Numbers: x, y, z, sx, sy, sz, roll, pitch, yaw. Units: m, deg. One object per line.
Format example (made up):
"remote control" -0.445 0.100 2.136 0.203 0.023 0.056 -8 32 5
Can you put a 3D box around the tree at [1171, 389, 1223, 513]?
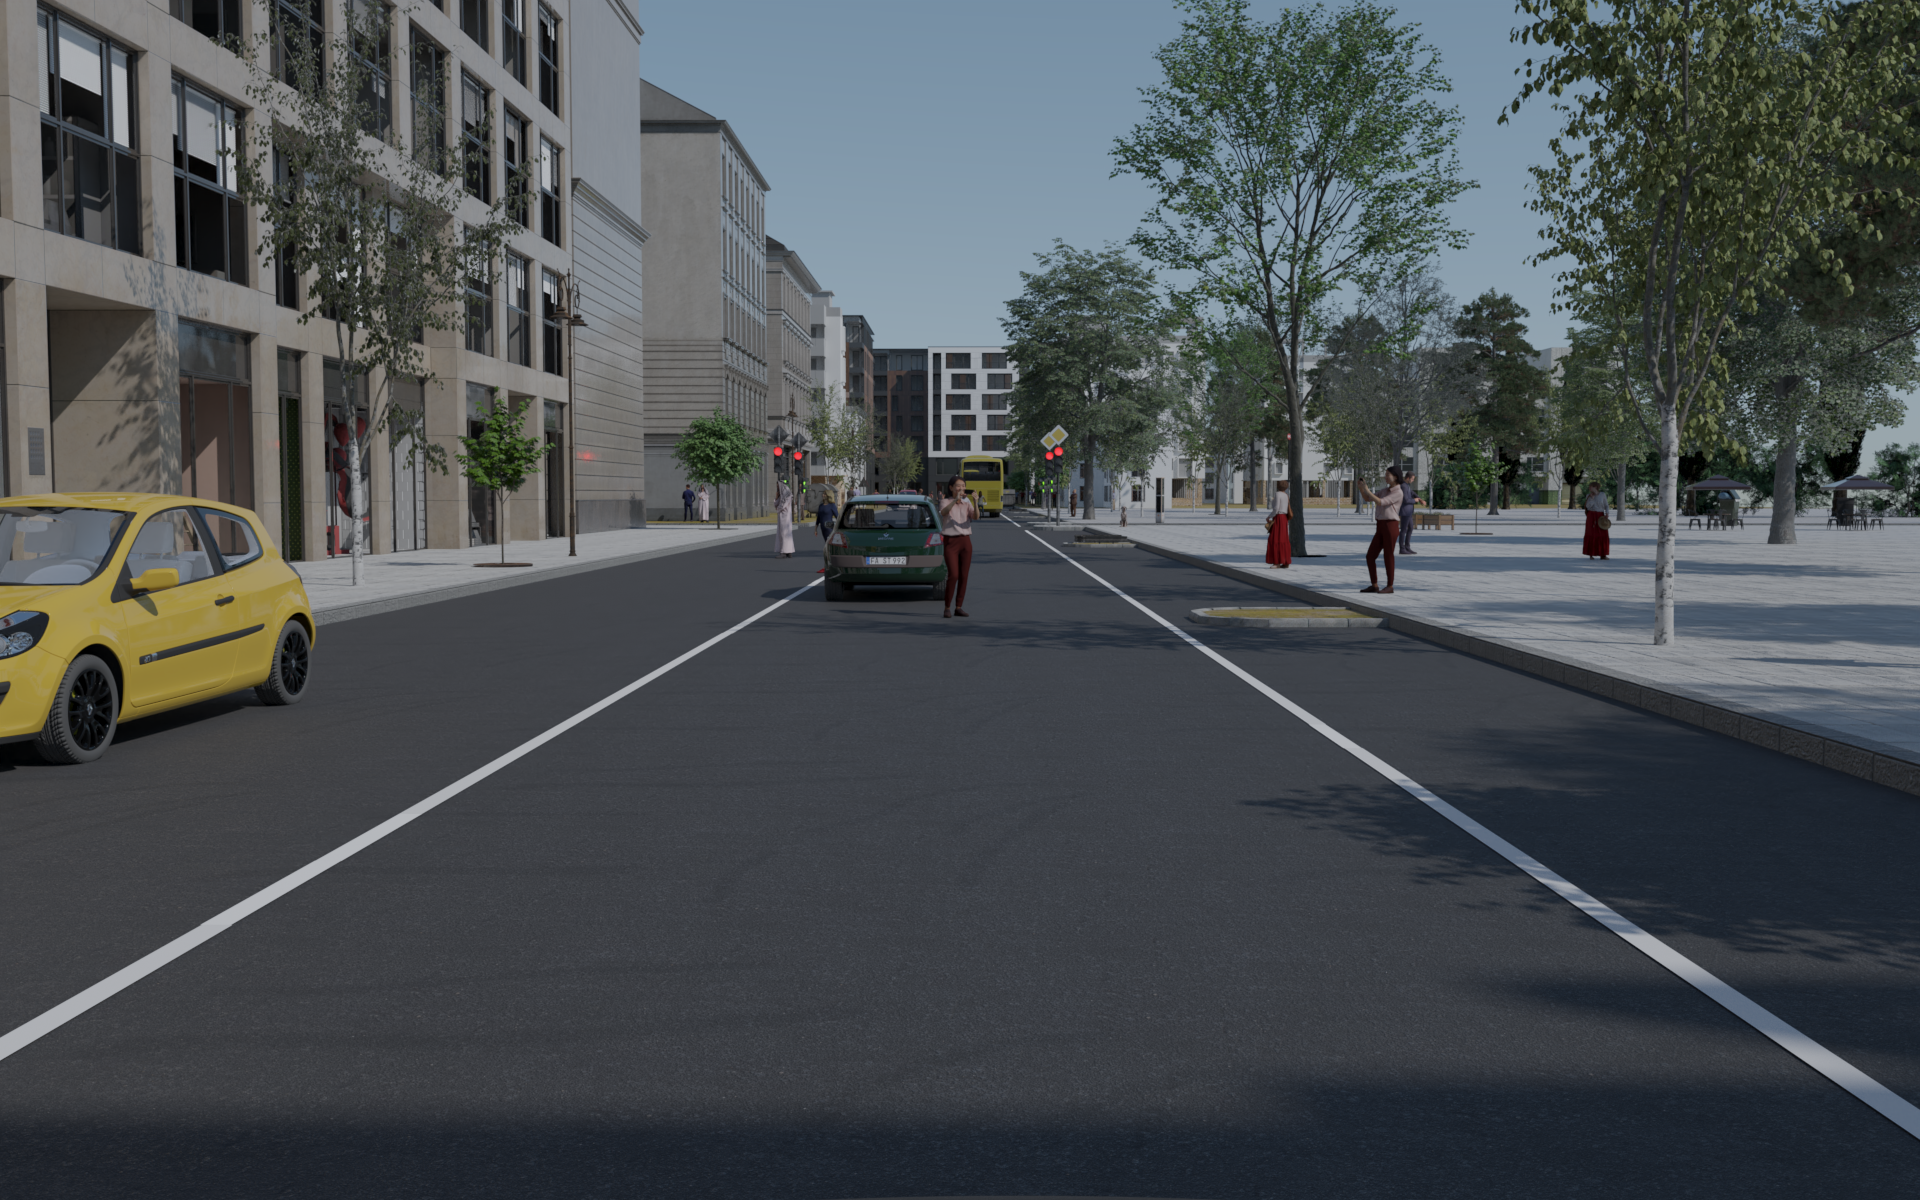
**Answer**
"tree" 16.229 -10.293 118.656 4.737 8.622 4.395 0 3 0

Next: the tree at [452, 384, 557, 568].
"tree" -8.177 -2.208 30.696 1.663 3.219 1.824 0 3 0

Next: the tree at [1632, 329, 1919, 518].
"tree" 46.641 -11.998 97.992 18.604 14.587 13.155 3 4 38

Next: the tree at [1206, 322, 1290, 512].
"tree" 21.254 -13.419 126.829 7.806 13.903 7.818 0 3 0

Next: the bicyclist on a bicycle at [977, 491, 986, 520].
"bicyclist on a bicycle" 1.130 -5.299 96.657 1.499 1.676 1.625 0 3 0

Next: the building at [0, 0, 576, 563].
"building" -21.240 -14.052 34.267 19.350 26.468 34.151 0 4 0

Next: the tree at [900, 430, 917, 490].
"tree" -7.750 -15.155 198.144 4.360 8.622 3.978 0 3 0

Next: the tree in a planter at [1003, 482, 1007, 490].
"tree in a planter" 4.814 -12.781 206.184 1.991 3.239 1.994 0 4 0

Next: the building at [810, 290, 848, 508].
"building" -18.434 -18.498 158.854 16.016 20.091 11.380 0 4 0

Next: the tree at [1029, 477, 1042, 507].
"tree" 7.920 -10.927 173.252 1.663 3.219 1.824 0 3 0

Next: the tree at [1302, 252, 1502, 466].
"tree" 22.090 -10.821 87.290 12.009 13.543 11.850 0 3 0

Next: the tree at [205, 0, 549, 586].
"tree" -8.170 -4.496 23.874 4.360 8.622 3.978 0 3 0

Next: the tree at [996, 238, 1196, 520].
"tree" 6.583 -11.006 86.605 9.857 13.997 8.962 0 3 0

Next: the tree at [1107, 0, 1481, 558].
"tree" 6.778 -6.688 35.112 9.928 11.665 9.643 0 3 0

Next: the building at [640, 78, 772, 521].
"building" -15.621 -14.696 89.436 9.793 20.994 18.267 0 4 0

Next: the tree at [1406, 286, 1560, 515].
"tree" 32.145 -12.049 104.427 7.806 13.903 7.818 0 3 0

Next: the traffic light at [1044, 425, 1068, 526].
"traffic light" 3.917 -4.904 69.420 0.839 4.213 0.868 0 4 0

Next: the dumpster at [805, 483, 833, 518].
"dumpster" -7.666 -5.353 93.287 1.264 1.857 1.865 0 4 0

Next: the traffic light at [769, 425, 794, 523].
"traffic light" -7.244 -4.907 69.474 0.839 4.213 0.868 0 4 0

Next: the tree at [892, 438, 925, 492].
"tree" -7.019 -17.022 228.671 4.737 8.622 4.395 0 3 0

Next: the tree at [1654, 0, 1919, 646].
"tree" 6.212 -3.916 14.396 4.737 8.622 4.395 0 3 0

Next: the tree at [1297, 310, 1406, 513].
"tree" 26.772 -12.790 116.537 7.806 13.903 7.818 0 3 0

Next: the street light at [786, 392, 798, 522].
"street light" -7.614 -6.488 78.860 0.468 5.910 1.993 0 4 0

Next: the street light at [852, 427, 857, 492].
"street light" -7.284 -8.874 117.874 0.468 5.910 1.993 0 4 0

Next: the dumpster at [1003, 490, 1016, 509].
"dumpster" 4.330 -9.562 164.557 1.865 1.857 1.264 0 4 0

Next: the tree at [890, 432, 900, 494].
"tree" -7.673 -11.202 133.517 4.360 8.622 3.978 0 3 0

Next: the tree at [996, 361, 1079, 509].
"tree" 6.858 -13.942 146.081 7.486 12.596 7.792 0 3 0

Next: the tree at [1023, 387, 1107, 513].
"tree" 7.034 -10.094 115.401 4.737 8.622 4.395 0 3 0

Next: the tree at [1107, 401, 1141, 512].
"tree" 10.986 -10.522 122.404 4.737 8.622 4.395 0 3 0

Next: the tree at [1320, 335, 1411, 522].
"tree" 18.803 -7.899 79.510 4.360 8.622 3.978 0 3 0

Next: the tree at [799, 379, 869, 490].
"tree" -8.165 -9.757 109.887 4.737 8.622 4.395 0 3 0

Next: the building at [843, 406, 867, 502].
"building" -14.162 -14.508 179.358 9.099 9.664 28.070 0 4 0

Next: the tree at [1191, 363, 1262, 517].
"tree" 15.035 -9.010 97.671 4.360 8.622 3.978 0 3 0

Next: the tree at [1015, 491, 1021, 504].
"tree" 7.465 -14.415 230.288 1.663 3.219 1.824 0 3 0

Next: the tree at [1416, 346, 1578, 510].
"tree" 47.134 -14.858 144.752 18.604 14.587 13.155 0 3 0

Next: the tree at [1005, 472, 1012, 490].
"tree" 6.975 -13.335 201.740 4.285 4.588 4.351 0 3 0

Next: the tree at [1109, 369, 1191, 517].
"tree" 10.482 -8.983 97.231 4.360 8.622 3.978 0 3 0

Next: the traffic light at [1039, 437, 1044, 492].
"traffic light" 3.967 -5.392 77.405 0.839 4.213 0.868 0 4 0

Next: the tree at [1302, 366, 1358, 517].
"tree" 21.015 -8.944 96.599 4.737 8.622 4.395 0 3 0

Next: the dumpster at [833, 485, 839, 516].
"dumpster" -7.555 -5.649 98.123 1.264 1.857 1.865 0 4 1

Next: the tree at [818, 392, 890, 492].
"tree" -7.919 -10.572 123.216 4.360 8.622 3.978 0 3 0

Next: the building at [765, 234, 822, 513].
"building" -16.425 -16.383 118.769 10.553 20.767 40.483 0 4 0

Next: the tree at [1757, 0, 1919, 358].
"tree" 16.666 -7.333 27.313 7.806 13.903 7.818 0 3 0

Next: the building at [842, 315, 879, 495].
"building" -27.268 -22.484 211.582 32.646 21.610 27.936 0 4 0

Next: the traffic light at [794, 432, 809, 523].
"traffic light" -7.194 -5.395 77.459 0.839 4.213 0.868 0 4 0

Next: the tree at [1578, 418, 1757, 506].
"tree" 49.023 -9.629 120.335 11.467 7.101 20.602 -1 4 -12

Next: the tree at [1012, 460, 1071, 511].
"tree" 7.201 -9.225 134.541 4.285 4.588 4.351 0 3 0

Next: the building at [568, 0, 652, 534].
"building" -24.176 -16.070 60.005 25.104 27.353 12.463 0 4 0

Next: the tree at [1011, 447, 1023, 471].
"tree" 7.370 -14.376 185.403 4.737 8.622 4.395 0 3 0

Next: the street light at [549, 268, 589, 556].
"street light" -8.001 -3.842 35.596 0.468 5.910 1.993 0 4 0

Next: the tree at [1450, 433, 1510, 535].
"tree" 16.268 -3.686 54.861 1.663 3.219 1.824 0 3 0

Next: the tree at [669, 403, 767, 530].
"tree" -8.831 -4.837 62.799 4.285 4.588 4.351 0 3 0

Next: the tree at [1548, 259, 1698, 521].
"tree" 31.803 -10.038 82.250 7.486 12.596 7.792 0 3 0

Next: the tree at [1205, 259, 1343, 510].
"tree" 24.021 -17.495 141.927 12.611 20.169 13.585 0 3 0

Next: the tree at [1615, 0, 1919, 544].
"tree" 21.130 -8.414 44.225 9.857 13.997 8.962 0 3 0
